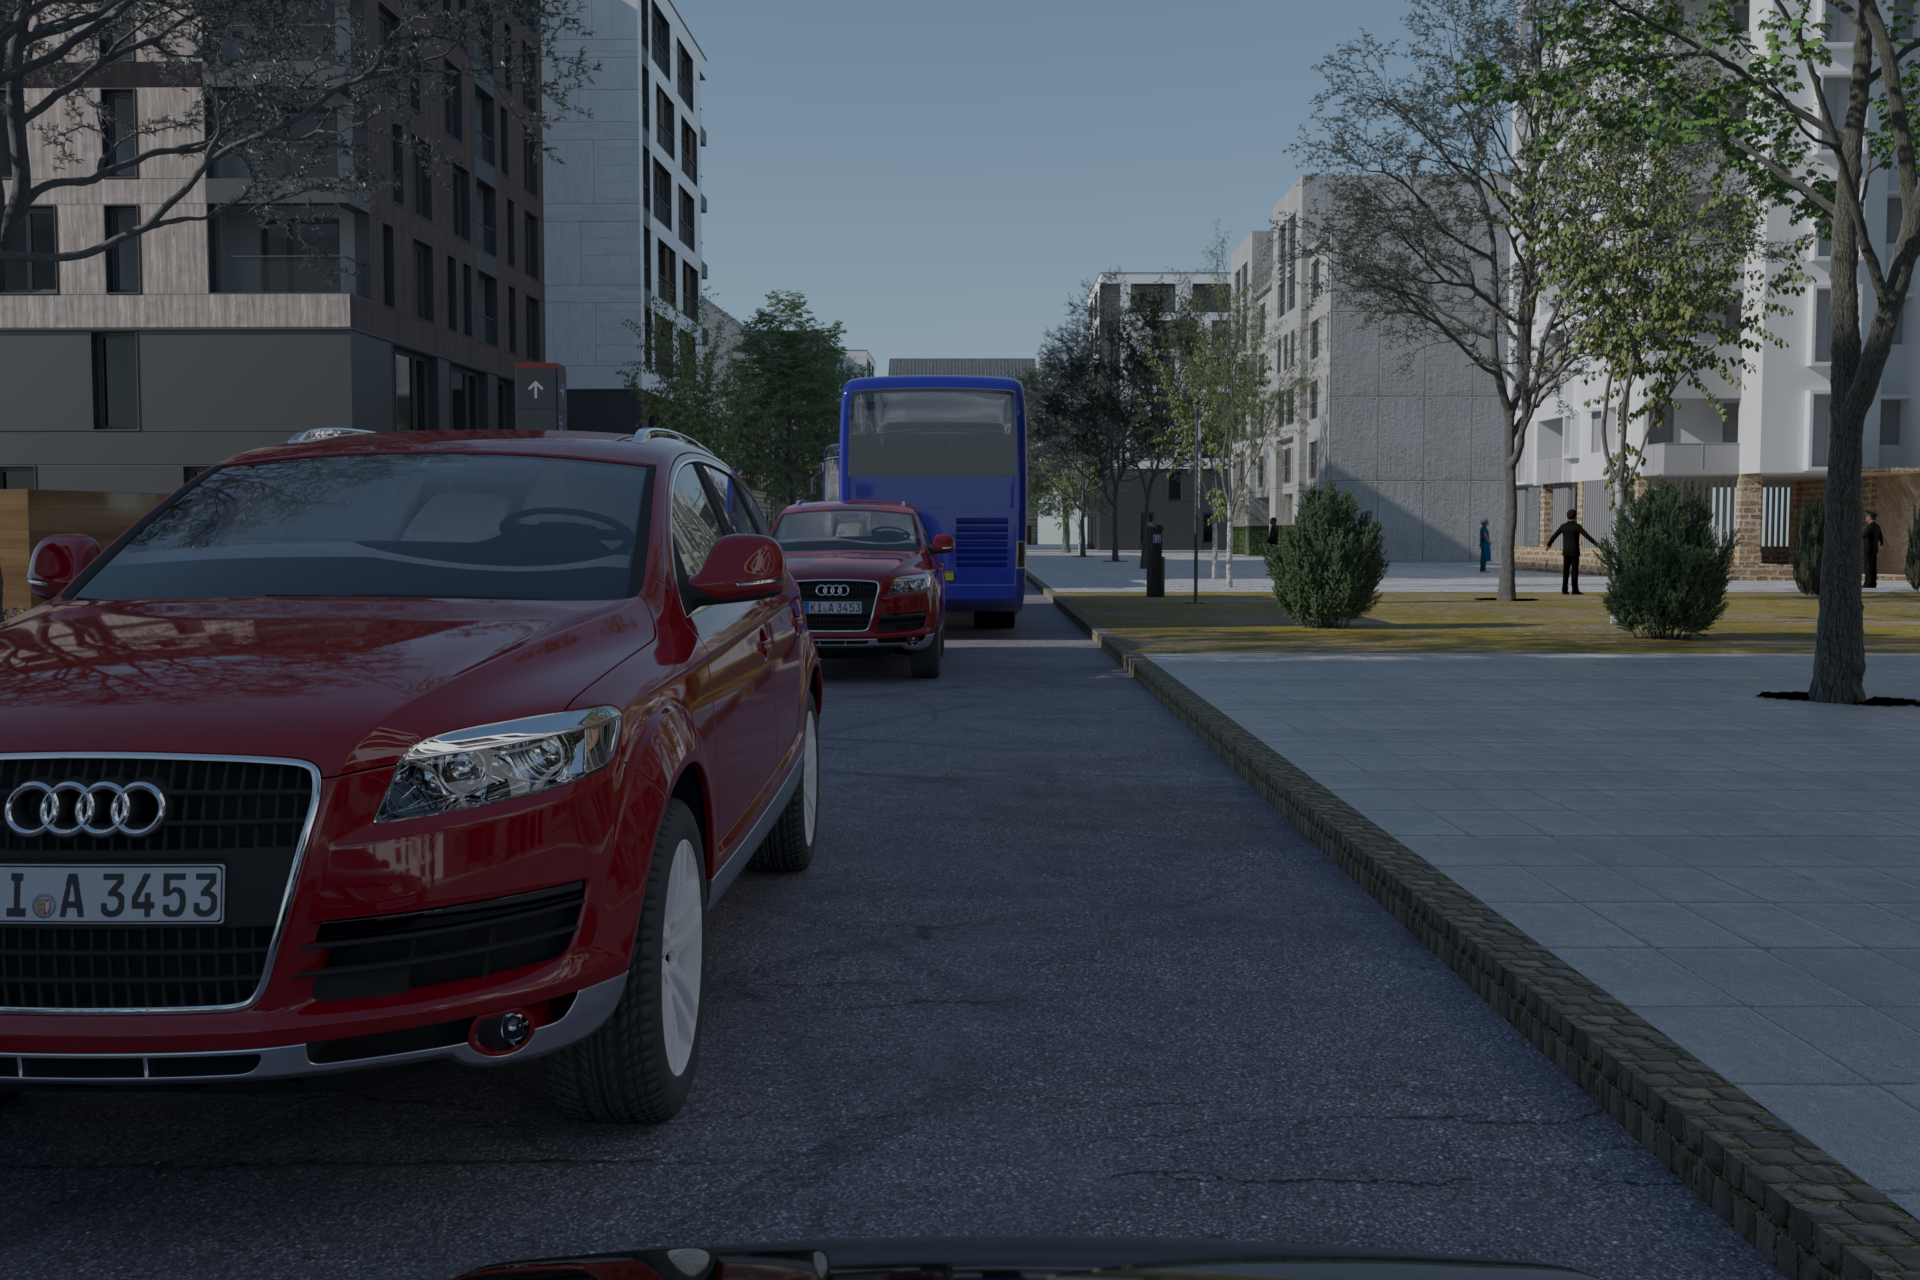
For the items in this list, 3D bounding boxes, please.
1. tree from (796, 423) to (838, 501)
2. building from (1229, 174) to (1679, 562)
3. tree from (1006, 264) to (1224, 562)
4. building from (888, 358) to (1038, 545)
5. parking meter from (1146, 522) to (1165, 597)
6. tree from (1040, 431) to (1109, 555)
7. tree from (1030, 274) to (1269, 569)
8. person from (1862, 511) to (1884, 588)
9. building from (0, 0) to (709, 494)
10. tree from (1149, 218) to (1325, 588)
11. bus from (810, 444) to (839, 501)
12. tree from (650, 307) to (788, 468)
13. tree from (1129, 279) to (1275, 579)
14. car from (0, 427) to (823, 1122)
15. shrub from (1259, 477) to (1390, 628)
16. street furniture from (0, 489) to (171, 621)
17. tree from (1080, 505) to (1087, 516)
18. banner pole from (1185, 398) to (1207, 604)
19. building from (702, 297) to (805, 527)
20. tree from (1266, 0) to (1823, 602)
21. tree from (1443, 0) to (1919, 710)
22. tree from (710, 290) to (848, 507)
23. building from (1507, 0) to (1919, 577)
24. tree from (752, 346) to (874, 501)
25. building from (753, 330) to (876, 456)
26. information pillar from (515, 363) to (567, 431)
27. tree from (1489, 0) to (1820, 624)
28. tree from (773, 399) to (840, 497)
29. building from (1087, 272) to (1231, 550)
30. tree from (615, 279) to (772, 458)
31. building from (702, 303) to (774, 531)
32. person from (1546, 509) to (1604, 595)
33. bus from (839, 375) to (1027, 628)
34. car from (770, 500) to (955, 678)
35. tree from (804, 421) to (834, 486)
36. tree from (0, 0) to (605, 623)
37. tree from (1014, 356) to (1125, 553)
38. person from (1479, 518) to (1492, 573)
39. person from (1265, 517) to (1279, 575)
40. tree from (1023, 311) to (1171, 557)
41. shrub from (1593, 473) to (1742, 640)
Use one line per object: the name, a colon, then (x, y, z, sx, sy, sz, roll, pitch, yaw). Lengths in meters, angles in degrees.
tree: (-8.541, -11.577, 123.690, 7.601, 10.594, 8.767, 0, 4, -2)
building: (25.285, -13.911, 93.900, 16.747, 18.905, 31.486, 0, 4, 1)
tree: (7.094, -10.364, 79.818, 12.009, 13.543, 11.850, 0, 3, 0)
building: (0.306, -23.347, 215.116, 18.063, 23.208, 19.493, 0, 4, 0)
parking meter: (3.998, -1.648, 35.361, 0.372, 1.533, 0.369, 0, 3, 0)
tree: (7.301, -9.622, 107.685, 4.737, 8.622, 4.395, 0, 3, 0)
tree: (6.739, -7.872, 63.124, 8.767, 10.594, 7.601, 0, 4, -1)
person: (21.581, -2.151, 41.097, 1.347, 1.837, 0.705, -2, 4, -34)
building: (-25.213, -13.158, 59.109, 27.936, 21.610, 32.646, 0, 4, 1)
tree: (6.238, -5.566, 41.368, 4.360, 8.622, 3.978, 0, 3, 0)
bus: (-1.906, -3.309, 45.656, 2.896, 3.916, 12.251, 0, 4, 1)
tree: (-8.135, -6.522, 56.995, 4.737, 8.622, 4.395, 0, 3, 0)
tree: (7.024, -6.031, 48.964, 4.737, 8.622, 4.395, 0, 3, 0)
car: (-1.655, 0.168, 5.923, 2.281, 1.827, 5.304, 0, 4, 1)
shrub: (5.005, -1.207, 23.773, 1.661, 2.075, 1.752, 0, 3, 0)
street furniture: (-10.155, -0.714, 18.535, 11.010, 1.723, 9.812, 1, 4, 17)
tree: (18.151, -17.113, 214.212, 7.601, 10.594, 8.767, 1, 4, 9)
banner pole: (4.356, -2.550, 31.710, 0.401, 3.779, 0.863, 0, 4, 2)
building: (-24.258, -20.119, 159.877, 19.493, 23.208, 18.063, 0, 4, 0)
tree: (10.605, -7.491, 32.843, 12.009, 13.543, 11.850, 0, 3, 0)
tree: (6.901, -5.330, 12.900, 9.928, 11.665, 9.643, 0, 3, 0)
tree: (-8.187, -9.978, 81.266, 7.486, 12.596, 7.792, 0, 3, 0)
building: (24.549, -12.433, 59.706, 16.016, 20.090, 11.380, 0, 4, 1)
tree: (-7.906, -10.209, 92.669, 9.928, 11.665, 9.643, 0, 3, 0)
building: (-24.279, -21.173, 190.151, 27.936, 21.610, 32.646, 0, 4, 1)
information pillar: (-6.388, -2.272, 26.524, 0.750, 3.857, 0.750, 0, 4, 0)
tree: (9.590, -4.529, 24.415, 4.737, 8.622, 4.395, 0, 3, 0)
tree: (-8.649, -10.845, 111.727, 8.767, 10.594, 7.601, 1, 4, 22)
building: (24.939, -18.818, 151.653, 27.936, 21.610, 32.646, 0, 4, 0)
tree: (-7.950, -6.151, 50.938, 4.737, 8.622, 4.395, 0, 3, 0)
building: (-25.648, -18.995, 141.497, 19.493, 23.208, 18.063, 0, 4, 1)
person: (12.956, -1.863, 36.651, 0.705, 1.806, 1.347, -3, 4, -38)
bus: (-0.295, -2.301, 29.173, 2.896, 3.916, 12.251, 0, 4, 1)
car: (-1.192, -0.626, 18.909, 2.281, 1.827, 5.304, 0, 4, 0)
tree: (-7.697, -9.370, 103.568, 4.737, 8.622, 4.395, 0, 3, 0)
tree: (-8.875, -6.414, 15.237, 12.009, 13.543, 11.850, 0, 3, 0)
tree: (7.181, -12.952, 118.412, 9.857, 13.997, 8.962, 0, 3, 0)
person: (17.469, -3.148, 57.594, 0.704, 1.817, 1.347, 1, 4, 9)
person: (9.698, -2.906, 53.744, 0.704, 1.802, 1.346, 1, 4, 22)
tree: (6.766, -11.390, 96.589, 12.009, 13.543, 11.850, 0, 3, 0)
shrub: (8.640, -1.028, 21.226, 1.690, 2.028, 1.600, 0, 3, 0)
